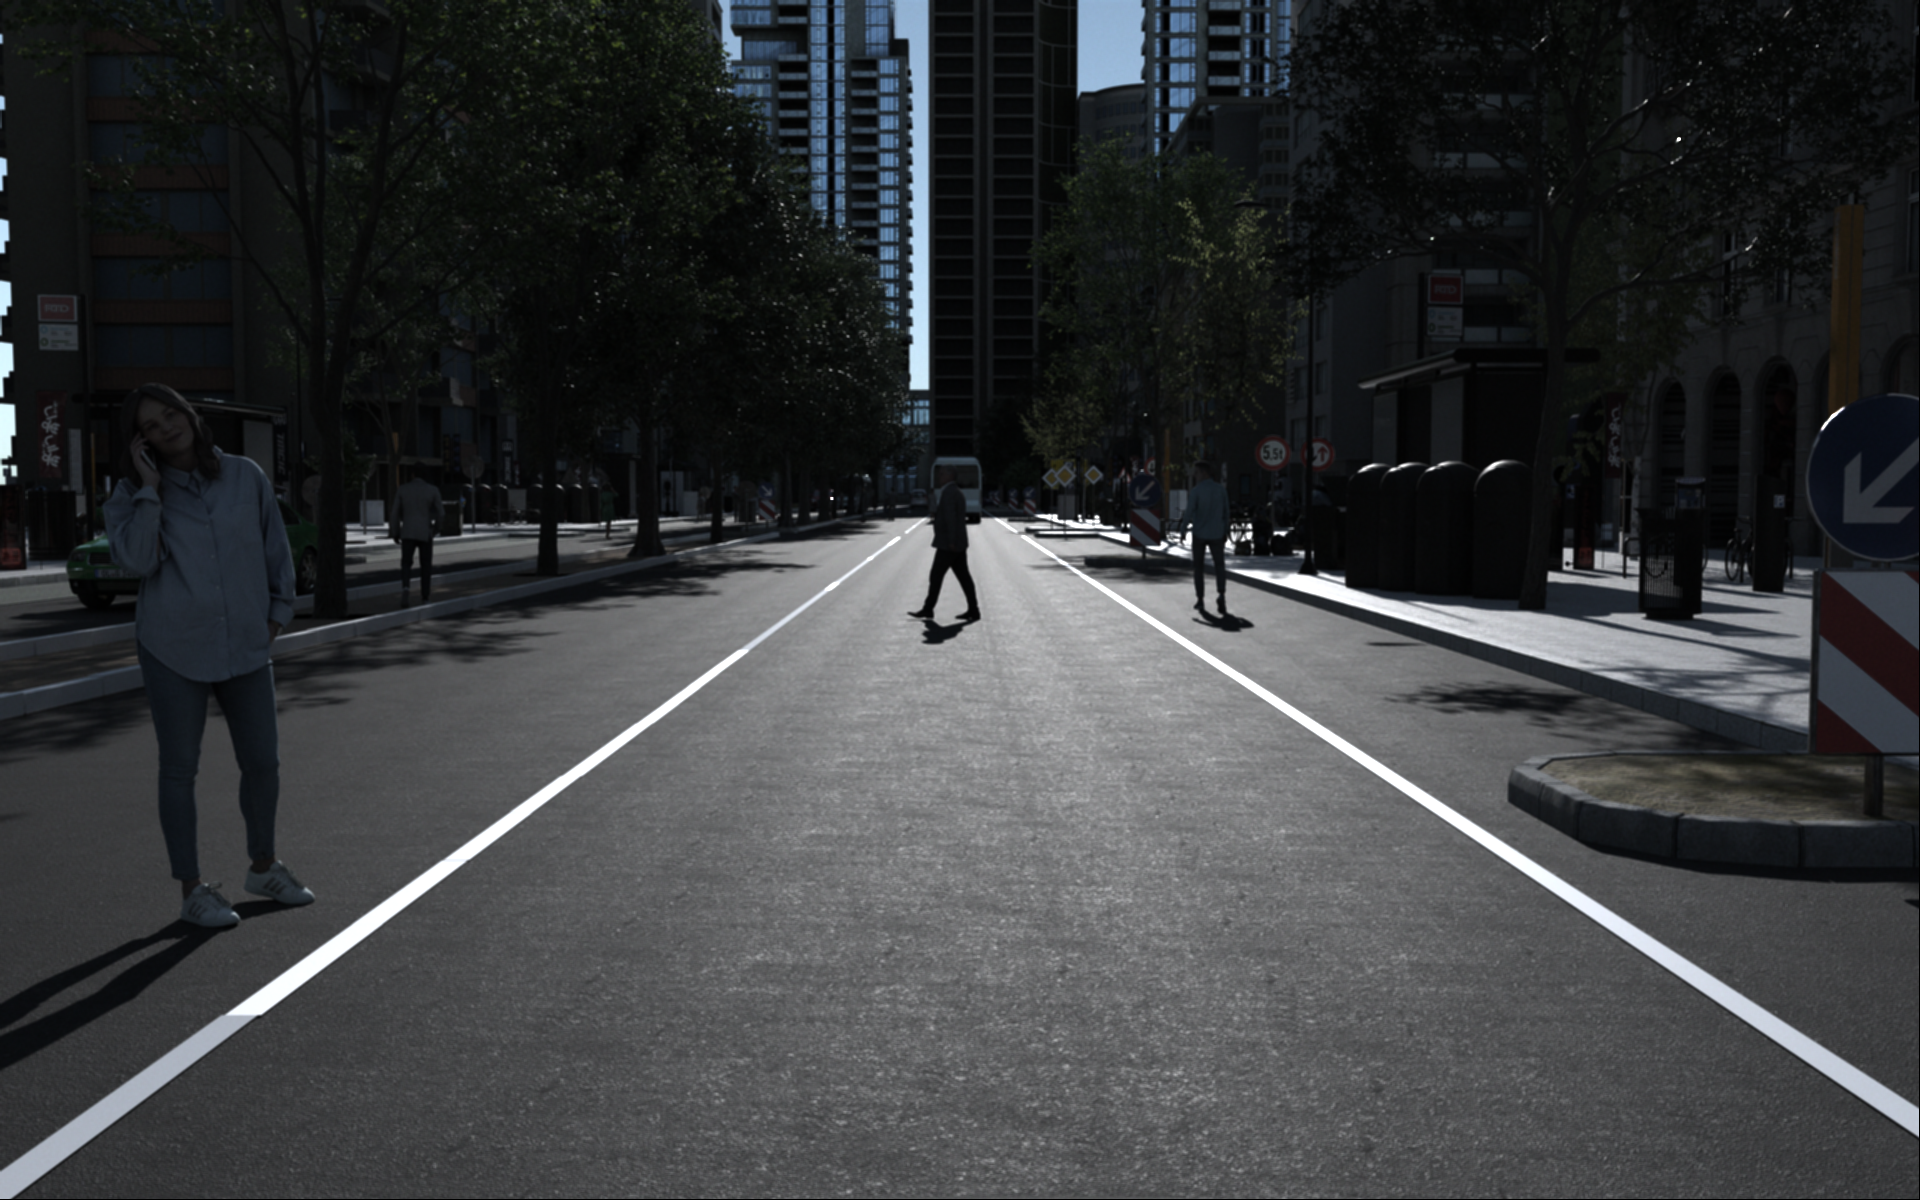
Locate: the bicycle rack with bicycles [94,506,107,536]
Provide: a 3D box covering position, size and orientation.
[{"bbox_3d":[-24.834,-2.402,52.648,2.852,0.926,2.925,-2,4,-35],"label":"bicycle rack with bicycles"}]

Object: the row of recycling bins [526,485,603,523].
[{"bbox_3d":[-17.646,-4.306,77.516,3.534,1.692,1.069,-3,4,-36],"label":"row of recycling bins"}]

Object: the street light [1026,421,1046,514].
[{"bbox_3d":[4.954,-8.424,110.273,1.470,5.913,1.316,0,3,0],"label":"street light"}]

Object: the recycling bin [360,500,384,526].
[{"bbox_3d":[-23.656,-3.494,69.687,0.722,1.027,0.722,-3,5,-42],"label":"recycling bin"}]

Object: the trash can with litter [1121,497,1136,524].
[{"bbox_3d":[7.062,-3.872,74.693,1.055,1.170,0.624,-3,5,-43],"label":"trash can with litter"}]

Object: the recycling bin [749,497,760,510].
[{"bbox_3d":[-16.110,-7.527,135.615,0.722,1.027,0.722,-2,4,-25],"label":"recycling bin"}]

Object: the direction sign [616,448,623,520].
[{"bbox_3d":[-16.665,-5.660,84.537,0.379,3.537,0.876,-1,4,-11],"label":"direction sign"}]

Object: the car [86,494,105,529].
[{"bbox_3d":[-29.842,-3.194,61.023,4.718,1.807,1.959,0,4,-2],"label":"car"}]

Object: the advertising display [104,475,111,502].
[{"bbox_3d":[-28.189,-3.239,58.169,0.974,1.923,0.123,-3,4,-38],"label":"advertising display"}]

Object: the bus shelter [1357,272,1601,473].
[{"bbox_3d":[8.129,-3.151,29.149,2.179,5.291,8.768,0,3,0],"label":"bus shelter"}]

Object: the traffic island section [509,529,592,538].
[{"bbox_3d":[-13.642,-2.157,57.547,2.009,0.180,2.903,0,3,0],"label":"traffic island section"}]

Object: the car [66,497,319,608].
[{"bbox_3d":[-10.132,-0.882,23.210,1.959,1.807,4.718,0,4,1],"label":"car"}]

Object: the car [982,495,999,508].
[{"bbox_3d":[3.180,-10.244,180.066,1.945,1.354,3.894,0,3,0],"label":"car"}]

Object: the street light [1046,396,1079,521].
[{"bbox_3d":[4.920,-6.645,81.192,1.470,5.913,1.316,0,3,0],"label":"street light"}]

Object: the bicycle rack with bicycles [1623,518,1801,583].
[{"bbox_3d":[11.559,-0.789,26.284,2.925,0.926,2.852,-3,5,-42],"label":"bicycle rack with bicycles"}]

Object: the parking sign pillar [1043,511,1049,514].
[{"bbox_3d":[6.231,-7.720,114.691,1.447,3.967,1.447,0,4,-6],"label":"parking sign pillar"}]

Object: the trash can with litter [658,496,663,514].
[{"bbox_3d":[-19.360,-6.034,109.709,2.233,1.210,1.678,-1,4,-8],"label":"trash can with litter"}]

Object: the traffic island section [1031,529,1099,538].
[{"bbox_3d":[3.500,-2.158,57.556,2.009,0.180,2.903,0,3,0],"label":"traffic island section"}]

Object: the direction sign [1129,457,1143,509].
[{"bbox_3d":[10.687,-6.936,105.404,0.876,3.537,0.379,-1,4,-11],"label":"direction sign"}]

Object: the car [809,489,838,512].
[{"bbox_3d":[-10.894,-7.939,138.476,2.281,1.827,5.304,0,4,-2],"label":"car"}]

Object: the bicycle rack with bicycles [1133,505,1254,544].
[{"bbox_3d":[6.618,-1.947,45.209,2.925,0.926,2.852,-3,4,-37],"label":"bicycle rack with bicycles"}]

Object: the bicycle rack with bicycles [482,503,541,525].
[{"bbox_3d":[-18.367,-3.614,72.470,2.925,0.926,2.852,-1,4,-10],"label":"bicycle rack with bicycles"}]

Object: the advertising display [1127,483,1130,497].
[{"bbox_3d":[8.680,-5.298,91.841,0.974,1.923,0.123,3,4,38],"label":"advertising display"}]

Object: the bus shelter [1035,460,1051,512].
[{"bbox_3d":[6.268,-7.926,120.879,1.731,3.624,6.357,0,3,0],"label":"bus shelter"}]

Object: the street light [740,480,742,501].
[{"bbox_3d":[-15.080,-9.230,123.449,1.470,5.913,1.316,0,3,0],"label":"street light"}]

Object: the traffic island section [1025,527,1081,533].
[{"bbox_3d":[3.493,-2.646,65.541,2.009,0.180,2.903,0,3,0],"label":"traffic island section"}]

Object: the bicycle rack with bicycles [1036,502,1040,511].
[{"bbox_3d":[7.073,-7.382,134.073,2.925,0.926,2.852,2,4,25],"label":"bicycle rack with bicycles"}]

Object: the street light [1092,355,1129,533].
[{"bbox_3d":[4.962,-5.192,57.430,1.470,5.913,1.316,0,3,0],"label":"street light"}]

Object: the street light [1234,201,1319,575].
[{"bbox_3d":[5.036,-3.366,27.580,1.470,5.913,1.316,0,3,0],"label":"street light"}]

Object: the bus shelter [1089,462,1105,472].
[{"bbox_3d":[8.405,-7.163,111.041,2.014,3.302,5.546,0,3,0],"label":"bus shelter"}]

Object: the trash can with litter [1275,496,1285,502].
[{"bbox_3d":[17.356,-4.970,92.639,1.055,1.170,0.624,3,5,40],"label":"trash can with litter"}]

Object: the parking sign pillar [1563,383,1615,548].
[{"bbox_3d":[15.040,-3.256,41.708,1.447,3.967,1.447,3,5,41],"label":"parking sign pillar"}]

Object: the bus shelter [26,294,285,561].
[{"bbox_3d":[-17.385,-3.660,37.476,2.179,5.291,8.768,0,3,0],"label":"bus shelter"}]

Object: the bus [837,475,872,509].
[{"bbox_3d":[-10.028,-10.363,164.293,2.948,3.499,13.247,0,4,0],"label":"bus"}]

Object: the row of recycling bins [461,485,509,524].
[{"bbox_3d":[-21.106,-4.170,75.288,1.069,1.692,3.534,2,4,31],"label":"row of recycling bins"}]

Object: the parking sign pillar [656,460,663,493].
[{"bbox_3d":[-22.896,-8.738,131.332,1.447,3.967,1.447,1,4,19],"label":"parking sign pillar"}]

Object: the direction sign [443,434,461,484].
[{"bbox_3d":[-19.177,-4.489,65.395,0.876,3.537,0.379,2,4,29],"label":"direction sign"}]

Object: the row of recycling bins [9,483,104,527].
[{"bbox_3d":[-35.441,-3.709,67.758,3.534,1.692,1.069,-1,4,-22],"label":"row of recycling bins"}]

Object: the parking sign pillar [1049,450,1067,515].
[{"bbox_3d":[6.588,-7.235,106.768,1.447,3.967,1.447,2,4,29],"label":"parking sign pillar"}]

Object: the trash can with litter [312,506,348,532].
[{"bbox_3d":[-21.085,-2.851,58.001,0.624,1.170,1.055,2,4,27],"label":"trash can with litter"}]

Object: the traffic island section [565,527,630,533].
[{"bbox_3d":[-13.648,-2.645,65.532,2.009,0.180,2.903,0,3,0],"label":"traffic island section"}]

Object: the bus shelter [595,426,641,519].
[{"bbox_3d":[-17.679,-6.836,89.394,2.179,5.291,8.768,0,3,0],"label":"bus shelter"}]

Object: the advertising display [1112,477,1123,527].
[{"bbox_3d":[6.153,-3.813,67.558,0.123,1.923,0.974,-1,4,-13],"label":"advertising display"}]

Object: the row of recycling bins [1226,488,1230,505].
[{"bbox_3d":[15.480,-5.894,103.482,1.069,1.692,3.534,1,4,19],"label":"row of recycling bins"}]

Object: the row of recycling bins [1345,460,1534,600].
[{"bbox_3d":[6.212,-0.946,22.573,1.069,1.692,3.534,-1,4,-21],"label":"row of recycling bins"}]

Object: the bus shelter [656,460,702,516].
[{"bbox_3d":[-16.949,-6.747,104.242,2.014,3.302,5.546,0,3,0],"label":"bus shelter"}]

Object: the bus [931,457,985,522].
[{"bbox_3d":[-0.107,-6.039,93.605,2.948,3.499,13.247,0,4,1],"label":"bus"}]

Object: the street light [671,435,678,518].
[{"bbox_3d":[-15.034,-7.451,94.368,1.470,5.913,1.316,0,3,0],"label":"street light"}]

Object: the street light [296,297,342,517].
[{"bbox_3d":[-15.071,-4.183,40.939,1.470,5.913,1.316,0,3,0],"label":"street light"}]

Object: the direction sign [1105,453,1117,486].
[{"bbox_3d":[8.448,-6.410,96.795,0.876,3.537,0.379,-3,4,-38],"label":"direction sign"}]
